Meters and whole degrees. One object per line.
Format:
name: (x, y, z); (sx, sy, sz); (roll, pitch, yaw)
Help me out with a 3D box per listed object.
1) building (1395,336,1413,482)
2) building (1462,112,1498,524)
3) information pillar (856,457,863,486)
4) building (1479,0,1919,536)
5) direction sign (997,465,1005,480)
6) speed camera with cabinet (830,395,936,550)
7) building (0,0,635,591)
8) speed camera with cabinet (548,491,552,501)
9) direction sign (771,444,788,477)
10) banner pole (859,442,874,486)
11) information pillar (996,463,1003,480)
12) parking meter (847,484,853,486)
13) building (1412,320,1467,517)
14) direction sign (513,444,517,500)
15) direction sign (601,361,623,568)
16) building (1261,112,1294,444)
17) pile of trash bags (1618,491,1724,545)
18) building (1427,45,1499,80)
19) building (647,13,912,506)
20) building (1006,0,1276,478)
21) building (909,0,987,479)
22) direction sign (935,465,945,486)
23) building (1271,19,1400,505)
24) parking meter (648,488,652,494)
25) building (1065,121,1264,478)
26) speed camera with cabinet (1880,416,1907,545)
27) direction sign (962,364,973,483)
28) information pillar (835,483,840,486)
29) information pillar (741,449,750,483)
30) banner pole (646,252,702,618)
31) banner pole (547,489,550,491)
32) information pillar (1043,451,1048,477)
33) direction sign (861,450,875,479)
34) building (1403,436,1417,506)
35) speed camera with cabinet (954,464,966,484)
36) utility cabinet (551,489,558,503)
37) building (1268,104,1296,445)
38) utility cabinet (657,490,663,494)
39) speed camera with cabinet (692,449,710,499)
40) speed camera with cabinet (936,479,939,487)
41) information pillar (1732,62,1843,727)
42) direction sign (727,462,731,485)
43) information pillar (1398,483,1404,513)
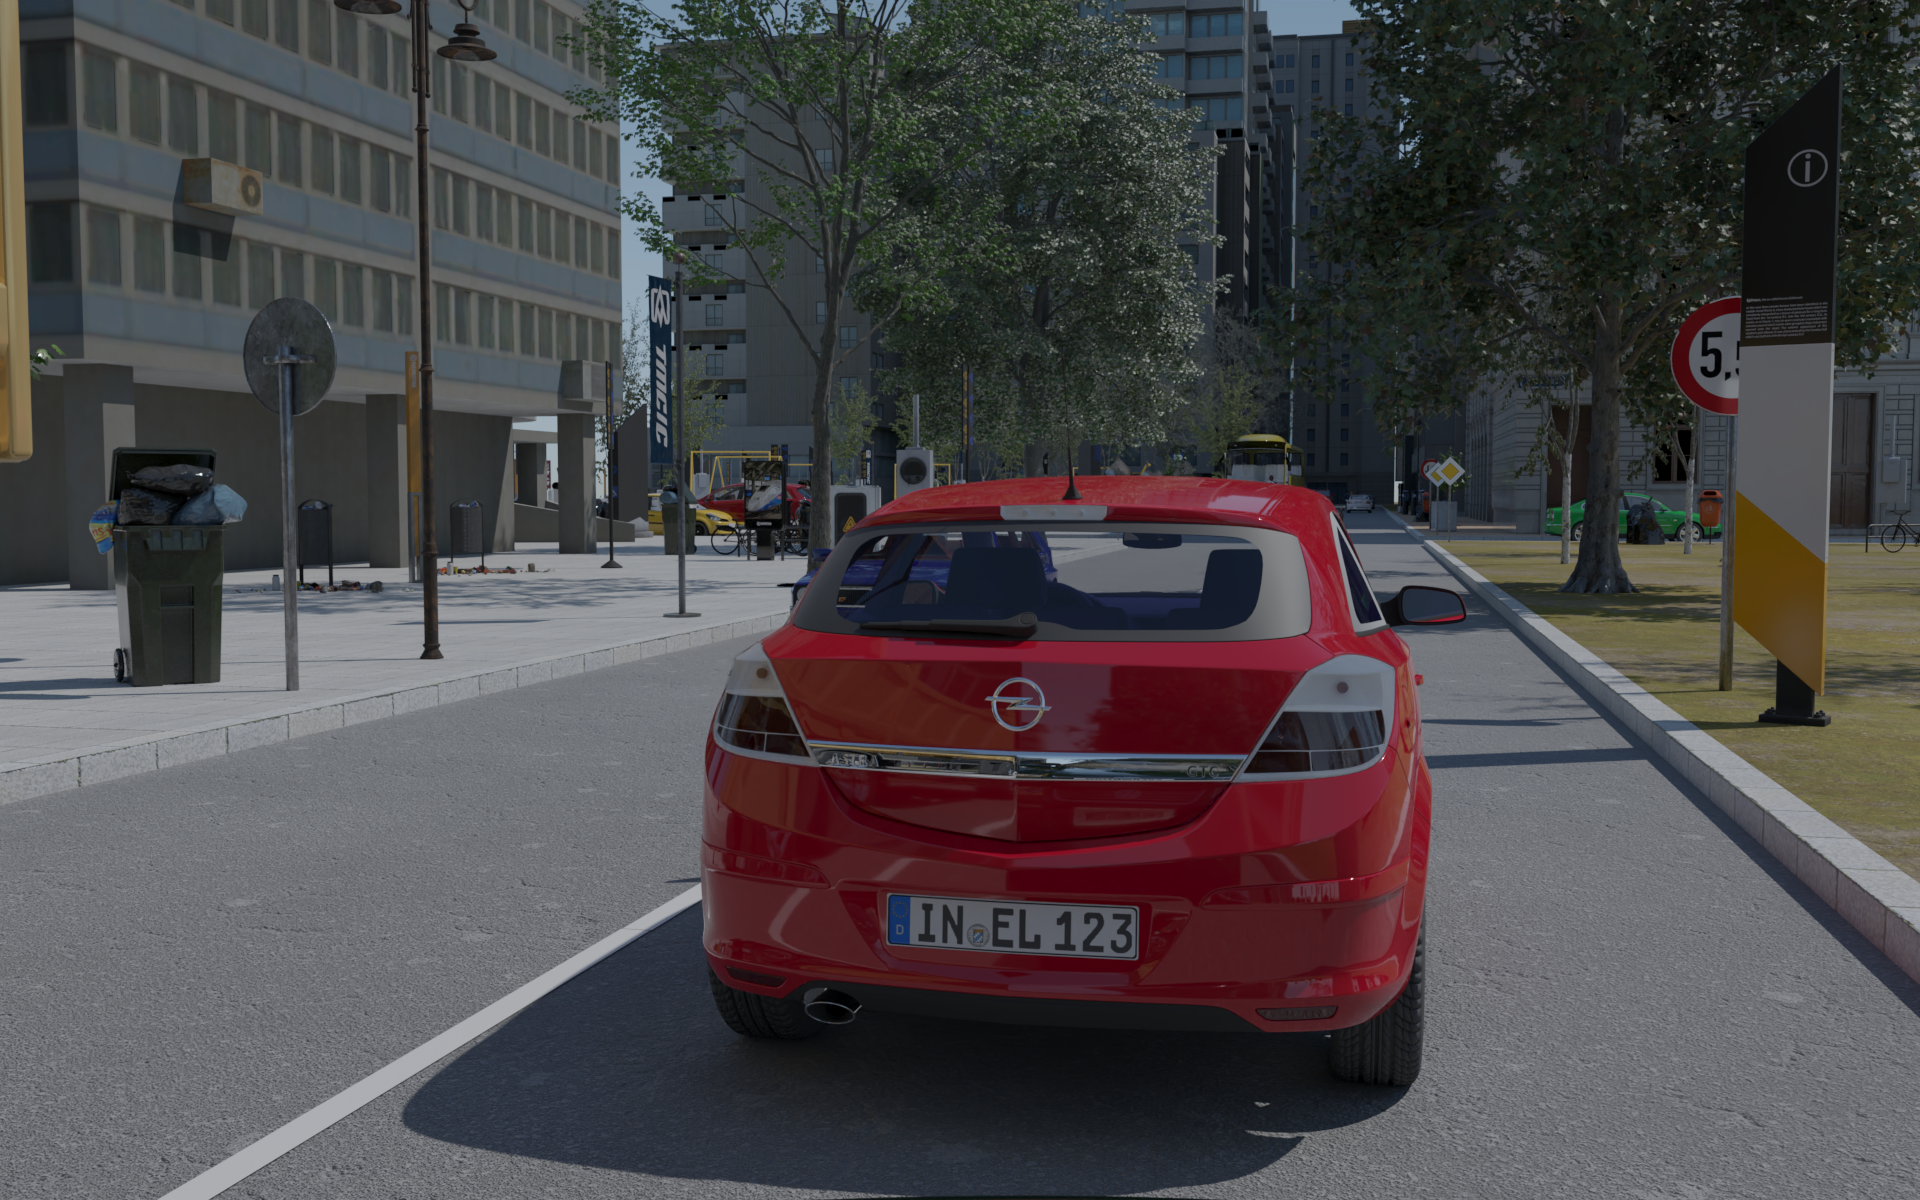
building: (61.237, -32.446, 214.089); (14.086, 41.232, 14.154); (1, 4, 13)
building: (31.415, -14.818, 84.073); (13.314, 21.916, 24.055); (1, 4, 13)
information pillar: (-5.718, -6.558, 98.570); (0.504, 3.616, 0.183); (3, 5, 40)
building: (28.353, -13.519, 57.195); (21.152, 22.565, 11.583); (1, 4, 13)
direction sign: (3.151, -8.690, 134.079); (0.876, 3.537, 0.379); (-3, 4, -38)
speed camera with cabinet: (-1.577, -2.452, 34.433); (2.038, 3.252, 0.660); (0, 4, 6)
building: (-20.099, -20.884, 33.335); (23.993, 40.220, 32.217); (1, 4, 13)
speed camera with cabinet: (-20.788, -5.718, 87.820); (2.038, 3.252, 0.660); (1, 4, 19)
direction sign: (-8.207, -5.315, 78.902); (0.876, 3.537, 0.379); (1, 4, 23)
banner pole: (-4.281, -5.663, 82.614); (0.401, 3.779, 0.863); (2, 4, 29)
information pillar: (2.917, -8.340, 127.714); (0.504, 3.616, 0.183); (1, 4, 23)
parking meter: (-6.255, -5.657, 98.200); (0.399, 1.863, 0.255); (-1, 4, -14)
building: (36.750, -17.840, 110.745); (14.314, 24.678, 30.058); (1, 4, 13)
direction sign: (-17.723, -4.699, 68.829); (0.379, 3.537, 0.876); (3, 5, 41)
direction sign: (-6.040, -2.320, 29.929); (0.379, 3.537, 0.876); (0, 4, -5)
building: (27.384, -30.461, 181.623); (14.154, 41.232, 14.086); (1, 4, 13)
pile of trash bags: (17.714, -2.121, 44.433); (3.447, 1.369, 1.912); (2, 4, 28)
building: (42.710, -27.506, 133.322); (14.154, 41.232, 14.086); (1, 4, 13)
building: (-19.149, -37.392, 200.603); (27.495, 52.752, 28.713); (1, 4, 13)
building: (17.514, -33.104, 160.859); (23.786, 49.044, 30.456); (1, 4, 13)
building: (8.884, -40.122, 197.990); (28.212, 58.520, 21.231); (1, 4, 13)
direction sign: (-1.522, -8.588, 132.418); (0.876, 3.537, 0.379); (-1, 4, -23)
building: (41.276, -41.533, 221.071); (28.212, 58.520, 21.231); (1, 4, 13)
parking meter: (-12.242, -3.639, 67.914); (0.372, 1.533, 0.369); (0, 3, 0)
building: (16.529, -22.399, 137.920); (14.160, 30.474, 14.107); (1, 4, 13)
speed camera with cabinet: (24.181, -3.008, 43.519); (2.038, 3.252, 0.660); (2, 4, 30)
direction sign: (0.132, -2.359, 30.574); (0.379, 3.537, 0.876); (1, 4, 12)
information pillar: (-8.374, -6.981, 118.628); (0.304, 2.012, 0.304); (0, 4, 4)
information pillar: (-11.221, -6.069, 90.577); (0.504, 3.616, 0.183); (-3, 5, -40)
banner pole: (-2.986, -1.700, 17.809); (0.401, 3.779, 0.863); (1, 4, 20)
banner pole: (-33.061, -9.093, 138.691); (0.863, 3.779, 0.401); (0, 4, 5)
information pillar: (4.624, -6.343, 95.056); (0.504, 3.616, 0.183); (-3, 4, -38)
direction sign: (-4.738, -5.950, 89.287); (0.876, 3.537, 0.379); (2, 4, 34)
building: (58.447, -53.044, 179.933); (22.319, 86.520, 31.000); (1, 4, 13)
speed camera with cabinet: (-0.550, -7.259, 113.026); (2.038, 3.252, 0.660); (2, 4, 33)
utility cabinet: (-17.731, -4.125, 76.124); (0.318, 1.500, 1.173); (-1, 4, -18)
building: (30.505, -33.449, 197.008); (14.200, 45.320, 14.600); (1, 4, 13)
utility cabinet: (-15.888, -5.240, 94.351); (1.173, 1.500, 0.318); (-2, 4, -27)
speed camera with cabinet: (-10.911, -5.072, 77.260); (2.038, 3.252, 0.660); (-2, 4, -26)
speed camera with cabinet: (-2.359, -6.900, 107.152); (2.038, 3.252, 0.660); (1, 4, 18)
information pillar: (4.611, -1.119, 9.644); (0.504, 3.616, 0.183); (3, 4, 36)
direction sign: (-16.574, -8.092, 124.294); (0.379, 3.537, 0.876); (1, 4, 11)
information pillar: (29.459, -6.801, 115.681); (0.304, 2.012, 0.304); (-1, 4, -14)
